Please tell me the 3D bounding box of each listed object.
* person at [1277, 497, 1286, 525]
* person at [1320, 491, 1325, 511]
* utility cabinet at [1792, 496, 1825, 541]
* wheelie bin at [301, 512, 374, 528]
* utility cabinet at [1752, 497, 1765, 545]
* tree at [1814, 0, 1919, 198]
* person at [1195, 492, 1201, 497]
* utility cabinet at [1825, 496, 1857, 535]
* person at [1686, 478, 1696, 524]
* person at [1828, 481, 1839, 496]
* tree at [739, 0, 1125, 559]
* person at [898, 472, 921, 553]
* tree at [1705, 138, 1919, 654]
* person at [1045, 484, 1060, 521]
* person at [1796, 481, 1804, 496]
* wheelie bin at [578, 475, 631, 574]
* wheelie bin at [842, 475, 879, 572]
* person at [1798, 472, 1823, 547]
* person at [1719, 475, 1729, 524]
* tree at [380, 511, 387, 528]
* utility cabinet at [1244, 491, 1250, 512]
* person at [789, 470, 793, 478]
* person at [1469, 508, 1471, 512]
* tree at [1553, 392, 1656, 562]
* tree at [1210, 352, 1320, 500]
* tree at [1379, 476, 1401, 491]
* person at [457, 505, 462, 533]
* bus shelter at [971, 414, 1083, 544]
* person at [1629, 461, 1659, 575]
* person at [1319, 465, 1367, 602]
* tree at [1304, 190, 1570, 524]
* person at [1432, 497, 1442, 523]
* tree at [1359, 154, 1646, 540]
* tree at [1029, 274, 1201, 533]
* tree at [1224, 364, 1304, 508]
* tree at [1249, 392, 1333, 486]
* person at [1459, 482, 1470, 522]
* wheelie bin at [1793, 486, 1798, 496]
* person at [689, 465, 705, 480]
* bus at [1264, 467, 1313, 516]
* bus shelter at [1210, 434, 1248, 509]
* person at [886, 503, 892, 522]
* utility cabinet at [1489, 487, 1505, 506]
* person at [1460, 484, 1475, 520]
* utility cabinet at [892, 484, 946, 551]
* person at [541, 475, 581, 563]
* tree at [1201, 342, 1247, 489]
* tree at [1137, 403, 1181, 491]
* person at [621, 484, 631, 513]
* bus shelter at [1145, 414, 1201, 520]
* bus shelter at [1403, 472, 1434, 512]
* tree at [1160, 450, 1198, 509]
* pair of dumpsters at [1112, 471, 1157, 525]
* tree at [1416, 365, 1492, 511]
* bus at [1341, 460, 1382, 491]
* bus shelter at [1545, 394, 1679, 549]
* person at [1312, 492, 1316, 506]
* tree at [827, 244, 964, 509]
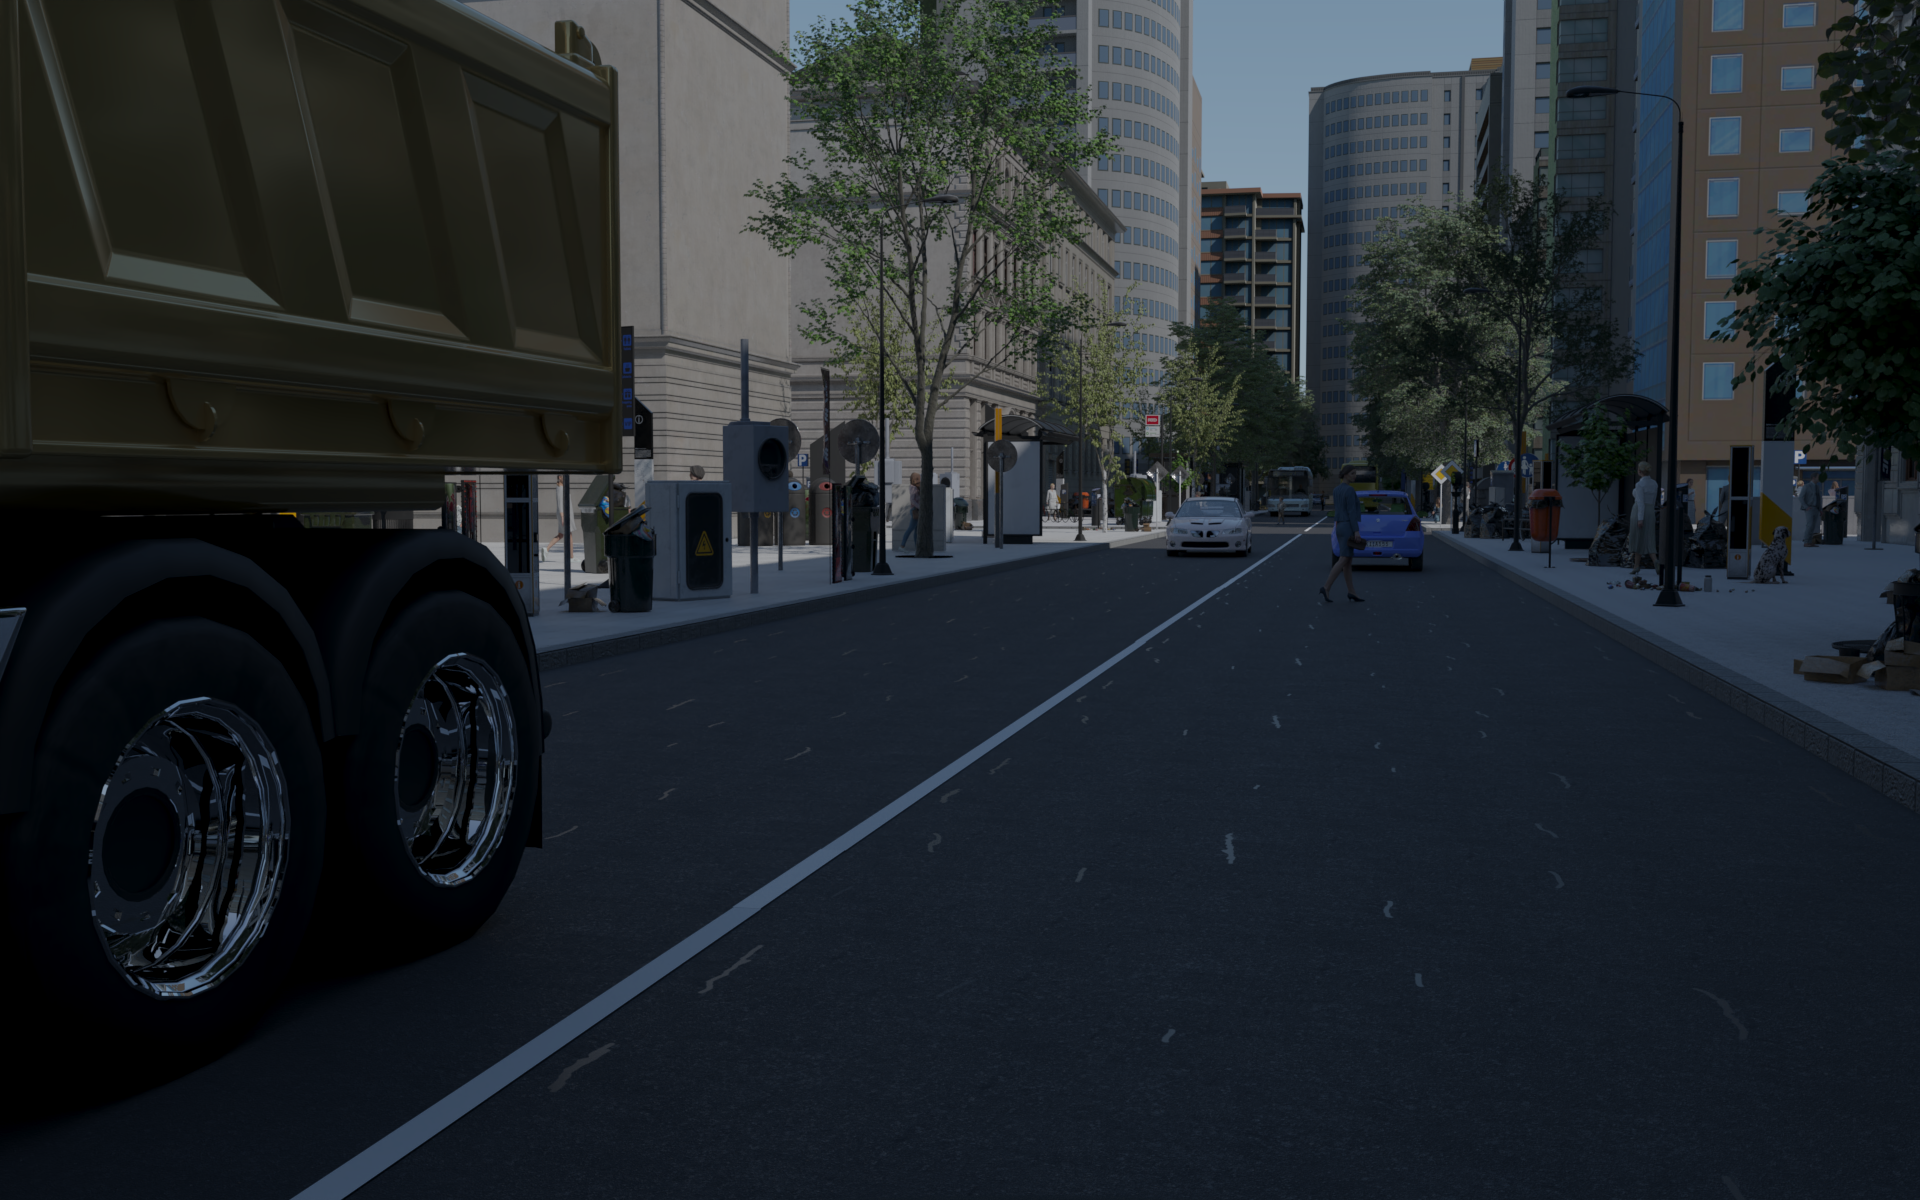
[{"bbox_3d":[15.051,-4.175,81.038,0.475,1.303,0.640,2,4,31],"label":"person"},{"bbox_3d":[31.365,-8.621,150.163,0.721,1.735,1.217,0,4,1],"label":"person"},{"bbox_3d":[23.241,-2.234,47.694,0.306,1.237,1.020,-1,4,-13],"label":"utility cabinet"},{"bbox_3d":[-7.261,-0.758,20.295,0.980,1.594,0.693,0,4,2],"label":"wheelie bin"},{"bbox_3d":[20.139,-1.993,43.740,1.020,1.237,0.306,-2,4,-26],"label":"utility cabinet"},{"bbox_3d":[5.147,-5.364,5.824,7.486,12.596,7.792,0,3,0],"label":"tree"},{"bbox_3d":[7.971,-2.851,57.703,0.523,1.515,0.503,-2,4,-30],"label":"person"},{"bbox_3d":[27.902,-2.677,54.926,1.020,1.237,0.306,2,4,29],"label":"utility cabinet"},{"bbox_3d":[22.118,-2.800,52.401,0.480,1.755,0.524,-2,4,-26],"label":"person"},{"bbox_3d":[32.642,-3.546,64.617,0.643,1.750,0.593,-2,4,-31],"label":"person"},{"bbox_3d":[-0.651,-6.642,34.354,9.928,11.665,9.643,0,3,0],"label":"tree"},{"bbox_3d":[-1.025,-1.889,37.518,0.643,1.750,0.593,0,4,-4],"label":"person"},{"bbox_3d":[7.912,-1.860,14.128,4.285,4.588,4.351,0,3,0],"label":"tree"},{"bbox_3d":[4.446,-4.696,83.181,0.694,1.780,0.624,-1,4,-11],"label":"person"},{"bbox_3d":[32.302,-3.692,66.635,0.641,1.798,0.478,-1,4,-16],"label":"person"},{"bbox_3d":[-5.772,-1.238,28.147,0.693,1.594,0.980,-3,4,-39],"label":"wheelie bin"},{"bbox_3d":[-1.660,-1.268,28.633,0.693,1.594,0.980,1,4,12],"label":"wheelie bin"},{"bbox_3d":[20.663,-2.195,42.030,0.635,1.810,0.391,-2,4,-35],"label":"person"},{"bbox_3d":[18.896,-2.224,42.672,0.520,1.790,0.573,-1,4,-11],"label":"person"},{"bbox_3d":[-5.166,-1.280,15.522,1.663,3.219,1.824,0,3,0],"label":"tree"},{"bbox_3d":[20.072,-7.031,123.628,1.173,1.500,0.318,1,4,16],"label":"utility cabinet"},{"bbox_3d":[-4.555,-2.456,45.560,0.474,1.900,0.648,-2,4,-27],"label":"person"},{"bbox_3d":[27.473,-5.361,93.581,0.514,1.842,0.818,1,4,20],"label":"person"},{"bbox_3d":[12.038,-2.344,32.932,1.663,3.219,1.824,0,3,0],"label":"tree"},{"bbox_3d":[25.522,-14.530,147.933,12.009,13.543,11.850,0,3,0],"label":"tree"},{"bbox_3d":[50.340,-13.344,201.881,4.285,4.588,4.351,0,3,0],"label":"tree"},{"bbox_3d":[-10.533,-1.558,36.194,0.332,1.250,0.352,3,5,41],"label":"person"},{"bbox_3d":[1.893,-3.227,46.692,2.014,3.302,5.546,1,4,13],"label":"bus shelter"},{"bbox_3d":[10.871,-1.293,27.406,0.478,1.798,0.641,-1,4,-16],"label":"person"},{"bbox_3d":[5.081,-0.885,22.999,0.654,1.822,0.581,0,4,1],"label":"person"},{"bbox_3d":[20.789,-10.173,72.977,9.857,13.997,8.962,0,3,0],"label":"tree"},{"bbox_3d":[21.270,-3.968,76.412,1.012,1.151,0.738,0,4,4],"label":"person"},{"bbox_3d":[15.450,-6.981,48.547,7.601,10.594,8.767,-1,4,-15],"label":"tree"},{"bbox_3d":[4.619,-6.532,57.160,4.737,8.622,4.395,0,3,0],"label":"tree"},{"bbox_3d":[29.156,-15.646,162.468,9.857,13.997,8.962,0,3,0],"label":"tree"},{"bbox_3d":[35.712,-16.525,187.188,9.611,12.733,9.660,0,3,0],"label":"tree"},{"bbox_3d":[23.045,-4.451,78.919,0.850,1.850,0.679,0,4,-2],"label":"person"},{"bbox_3d":[31.071,-3.500,65.134,0.693,1.594,0.980,-2,4,-35],"label":"wheelie bin"},{"bbox_3d":[-3.963,-1.199,26.487,0.563,1.720,0.643,2,4,29],"label":"person"},{"bbox_3d":[21.731,-7.267,113.674,2.948,3.499,13.247,1,4,13],"label":"bus"},{"bbox_3d":[17.919,-8.457,115.908,2.179,5.291,8.768,1,4,13],"label":"bus shelter"},{"bbox_3d":[-3.104,-4.406,78.474,0.834,1.777,0.661,1,4,8],"label":"person"},{"bbox_3d":[16.853,-2.795,54.374,0.318,1.500,1.173,1,4,8],"label":"utility cabinet"},{"bbox_3d":[24.303,-4.669,82.782,0.661,1.777,0.834,-3,5,-43],"label":"person"},{"bbox_3d":[-0.911,-1.827,38.557,1.173,1.500,0.318,1,4,11],"label":"utility cabinet"},{"bbox_3d":[-7.432,-1.560,32.305,0.760,1.731,0.466,-3,5,-42],"label":"person"},{"bbox_3d":[11.343,-8.073,82.355,4.737,8.622,4.395,0,3,0],"label":"tree"},{"bbox_3d":[15.842,-11.163,132.884,4.360,8.622,3.978,0,3,0],"label":"tree"},{"bbox_3d":[-7.399,-1.802,38.108,0.523,1.515,0.503,3,5,41],"label":"person"},{"bbox_3d":[10.981,-6.851,89.653,2.179,5.291,8.768,1,4,13],"label":"bus shelter"},{"bbox_3d":[32.944,-7.995,124.636,2.014,3.302,5.546,1,4,13],"label":"bus shelter"},{"bbox_3d":[9.431,-4.957,75.655,1.663,3.219,1.824,0,3,0],"label":"tree"},{"bbox_3d":[7.325,-4.296,72.730,1.574,2.255,4.437,1,4,13],"label":"pair of dumpsters"},{"bbox_3d":[24.423,-8.276,85.674,4.737,8.622,4.395,0,3,0],"label":"tree"},{"bbox_3d":[28.980,-8.176,125.220,2.896,3.916,12.252,1,4,14],"label":"bus"},{"bbox_3d":[14.044,-2.677,37.697,2.014,3.302,5.546,1,4,13],"label":"bus shelter"},{"bbox_3d":[43.418,-12.399,212.141,0.541,1.710,0.530,0,4,5],"label":"person"},{"bbox_3d":[-2.173,-6.223,52.107,4.737,8.622,4.395,0,3,0],"label":"tree"}]
